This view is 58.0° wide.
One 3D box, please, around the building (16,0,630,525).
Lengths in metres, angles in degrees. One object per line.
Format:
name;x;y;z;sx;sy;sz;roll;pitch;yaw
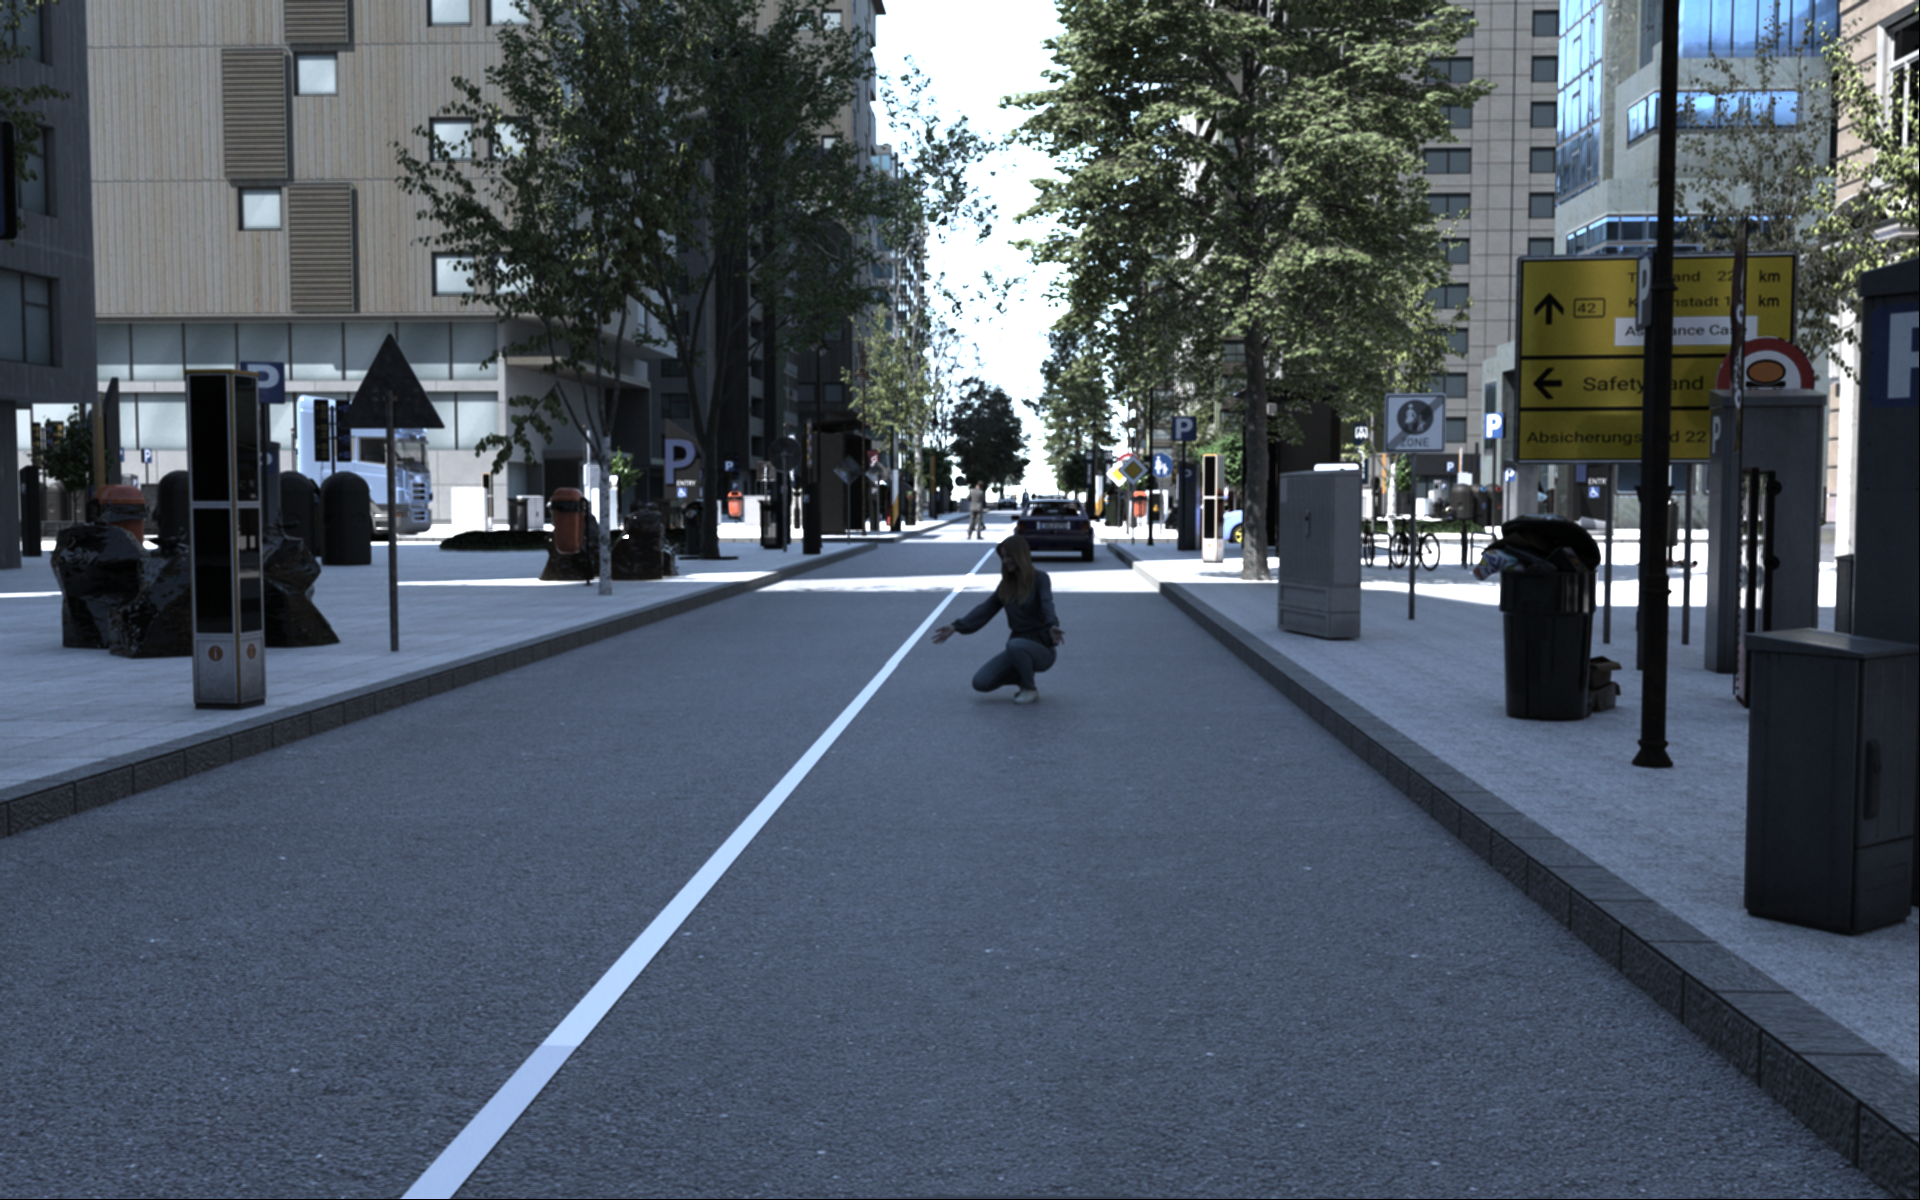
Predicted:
building;-29.245;-30.194;82.915;28.713;52.752;27.495;0;4;3

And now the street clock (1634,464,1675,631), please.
street clock;6.469;-0.709;16.158;0.471;2.002;0.358;-2;4;-34

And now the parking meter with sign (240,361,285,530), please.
parking meter with sign;-9.490;-1.677;23.674;0.543;3.016;1.738;-1;4;-21

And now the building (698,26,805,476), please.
building;-26.251;-27.425;140.287;32.217;40.220;23.993;0;4;3

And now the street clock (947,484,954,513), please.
street clock;-0.641;-7.089;120.481;0.358;2.002;0.471;3;5;45

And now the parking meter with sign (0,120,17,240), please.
parking meter with sign;-4.839;-0.680;7.380;0.543;3.016;1.738;1;4;10

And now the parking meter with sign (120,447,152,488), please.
parking meter with sign;-32.000;-4.299;66.545;1.738;3.016;0.543;0;4;6

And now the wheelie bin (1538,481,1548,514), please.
wheelie bin;13.478;-2.026;41.035;0.693;1.594;0.980;-2;4;-35

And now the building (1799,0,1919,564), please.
building;21.833;-14.415;21.584;13.634;28.700;20.117;0;4;3

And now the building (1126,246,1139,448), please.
building;37.370;-37.626;269.805;22.147;44.769;28.867;0;4;3

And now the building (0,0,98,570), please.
building;-22.322;-20.927;25.759;14.086;41.232;14.154;0;4;3

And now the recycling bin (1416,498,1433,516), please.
recycling bin;26.783;-5.348;100.000;0.722;1.027;0.722;-2;4;-31

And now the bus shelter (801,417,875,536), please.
bus shelter;-3.892;-3.976;56.294;1.731;3.624;6.357;0;4;3

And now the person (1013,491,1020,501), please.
person;7.006;-12.856;218.787;1.348;1.812;0.705;1;4;19

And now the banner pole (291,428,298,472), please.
banner pole;-25.073;-4.616;65.481;0.863;3.779;0.401;3;5;40

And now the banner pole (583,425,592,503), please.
banner pole;-13.610;-4.481;63.289;0.401;3.779;0.863;1;4;10

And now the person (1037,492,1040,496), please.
person;13.053;-16.897;284.900;1.348;1.807;0.705;2;4;34

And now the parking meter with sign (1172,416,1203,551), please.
parking meter with sign;5.286;-2.657;39.708;0.543;3.016;1.738;1;4;18

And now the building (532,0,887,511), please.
building;-22.284;-35.268;165.866;28.713;52.752;27.495;0;4;3

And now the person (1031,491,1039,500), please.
person;7.679;-10.330;177.929;0.617;1.759;0.750;2;4;34

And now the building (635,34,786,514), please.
building;-19.365;-20.873;112.978;14.160;30.474;14.107;0;4;3

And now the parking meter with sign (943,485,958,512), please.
parking meter with sign;-1.010;-7.877;125.047;1.738;3.016;0.543;-2;4;-34

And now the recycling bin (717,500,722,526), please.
recycling bin;-10.021;-3.489;69.606;0.722;1.027;0.722;-1;4;-23

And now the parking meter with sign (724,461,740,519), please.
parking meter with sign;-11.775;-5.727;89.894;0.543;3.016;1.738;-1;4;-22

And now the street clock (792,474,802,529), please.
street clock;-5.962;-3.596;63.372;0.471;2.002;0.358;1;4;16

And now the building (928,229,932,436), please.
building;-15.967;-39.732;269.231;23.786;49.044;30.456;0;4;3

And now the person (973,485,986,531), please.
person;0.674;-3.627;67.902;0.767;1.812;0.694;0;4;-6

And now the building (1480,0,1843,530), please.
building;38.687;-46.344;70.393;31.000;86.520;22.319;0;4;3

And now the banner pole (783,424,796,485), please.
banner pole;-6.054;-4.363;61.351;0.401;3.779;0.863;-3;5;-41

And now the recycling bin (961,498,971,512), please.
recycling bin;0.528;-6.683;121.825;0.722;1.027;0.722;3;5;40

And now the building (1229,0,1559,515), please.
building;28.920;-41.351;114.337;20.563;71.187;20.611;0;4;3

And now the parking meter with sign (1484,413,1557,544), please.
parking meter with sign;12.220;-2.532;37.656;1.738;3.016;0.543;-2;4;-28

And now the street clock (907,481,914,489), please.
street clock;-2.714;-5.585;95.891;0.471;2.002;0.358;1;4;21

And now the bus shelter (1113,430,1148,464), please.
bus shelter;10.522;-7.885;106.545;2.179;5.291;8.768;0;4;2

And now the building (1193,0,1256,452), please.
building;32.099;-32.267;151.266;21.300;48.544;21.600;0;4;3

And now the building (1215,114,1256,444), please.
building;26.624;-22.145;133.773;14.160;30.474;14.107;0;4;3

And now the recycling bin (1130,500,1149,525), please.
recycling bin;7.434;-3.629;71.896;0.722;1.027;0.722;1;4;13

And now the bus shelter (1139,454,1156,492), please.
bus shelter;9.293;-5.892;90.259;2.014;3.302;5.546;0;4;3

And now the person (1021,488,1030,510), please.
person;3.907;-5.789;103.175;0.581;1.822;0.654;0;4;3

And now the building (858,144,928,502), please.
building;-17.682;-37.830;238.120;23.786;49.044;30.456;0;4;3

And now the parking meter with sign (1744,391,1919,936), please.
parking meter with sign;3.197;-0.566;5.523;1.738;3.016;0.543;-2;4;-35

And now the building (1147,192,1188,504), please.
building;32.254;-33.664;234.002;14.154;41.232;14.086;0;4;3

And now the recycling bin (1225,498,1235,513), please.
recycling bin;17.420;-6.112;112.487;0.722;1.027;0.722;3;5;39

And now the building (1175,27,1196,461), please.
building;36.315;-35.855;175.469;28.713;52.752;27.495;0;4;3

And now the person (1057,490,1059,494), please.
person;6.772;-6.732;119.567;0.512;1.701;0.522;2;4;24

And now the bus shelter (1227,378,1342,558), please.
bus shelter;7.036;-2.855;37.957;1.731;3.624;6.357;0;4;3

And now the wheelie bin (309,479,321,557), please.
wheelie bin;-13.361;-1.691;35.549;0.693;1.594;0.980;-3;4;-38

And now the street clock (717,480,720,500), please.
street clock;-12.285;-5.085;87.715;0.358;2.002;0.471;-1;4;-10

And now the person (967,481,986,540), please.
person;0.520;-2.836;54.678;0.655;1.846;0.447;1;4;21

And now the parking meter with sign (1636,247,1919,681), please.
parking meter with sign;5.780;-0.987;12.392;1.738;3.016;0.543;1;4;10

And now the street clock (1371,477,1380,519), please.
street clock;17.591;-4.210;73.409;0.358;2.002;0.471;2;4;33

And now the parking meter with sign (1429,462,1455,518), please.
parking meter with sign;26.029;-5.966;93.808;0.543;3.016;1.738;-1;4;-19

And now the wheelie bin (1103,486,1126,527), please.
wheelie bin;6.080;-3.664;67.818;0.693;1.594;0.980;3;5;40

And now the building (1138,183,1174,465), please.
building;32.903;-36.577;248.141;14.600;45.320;14.200;0;4;3
